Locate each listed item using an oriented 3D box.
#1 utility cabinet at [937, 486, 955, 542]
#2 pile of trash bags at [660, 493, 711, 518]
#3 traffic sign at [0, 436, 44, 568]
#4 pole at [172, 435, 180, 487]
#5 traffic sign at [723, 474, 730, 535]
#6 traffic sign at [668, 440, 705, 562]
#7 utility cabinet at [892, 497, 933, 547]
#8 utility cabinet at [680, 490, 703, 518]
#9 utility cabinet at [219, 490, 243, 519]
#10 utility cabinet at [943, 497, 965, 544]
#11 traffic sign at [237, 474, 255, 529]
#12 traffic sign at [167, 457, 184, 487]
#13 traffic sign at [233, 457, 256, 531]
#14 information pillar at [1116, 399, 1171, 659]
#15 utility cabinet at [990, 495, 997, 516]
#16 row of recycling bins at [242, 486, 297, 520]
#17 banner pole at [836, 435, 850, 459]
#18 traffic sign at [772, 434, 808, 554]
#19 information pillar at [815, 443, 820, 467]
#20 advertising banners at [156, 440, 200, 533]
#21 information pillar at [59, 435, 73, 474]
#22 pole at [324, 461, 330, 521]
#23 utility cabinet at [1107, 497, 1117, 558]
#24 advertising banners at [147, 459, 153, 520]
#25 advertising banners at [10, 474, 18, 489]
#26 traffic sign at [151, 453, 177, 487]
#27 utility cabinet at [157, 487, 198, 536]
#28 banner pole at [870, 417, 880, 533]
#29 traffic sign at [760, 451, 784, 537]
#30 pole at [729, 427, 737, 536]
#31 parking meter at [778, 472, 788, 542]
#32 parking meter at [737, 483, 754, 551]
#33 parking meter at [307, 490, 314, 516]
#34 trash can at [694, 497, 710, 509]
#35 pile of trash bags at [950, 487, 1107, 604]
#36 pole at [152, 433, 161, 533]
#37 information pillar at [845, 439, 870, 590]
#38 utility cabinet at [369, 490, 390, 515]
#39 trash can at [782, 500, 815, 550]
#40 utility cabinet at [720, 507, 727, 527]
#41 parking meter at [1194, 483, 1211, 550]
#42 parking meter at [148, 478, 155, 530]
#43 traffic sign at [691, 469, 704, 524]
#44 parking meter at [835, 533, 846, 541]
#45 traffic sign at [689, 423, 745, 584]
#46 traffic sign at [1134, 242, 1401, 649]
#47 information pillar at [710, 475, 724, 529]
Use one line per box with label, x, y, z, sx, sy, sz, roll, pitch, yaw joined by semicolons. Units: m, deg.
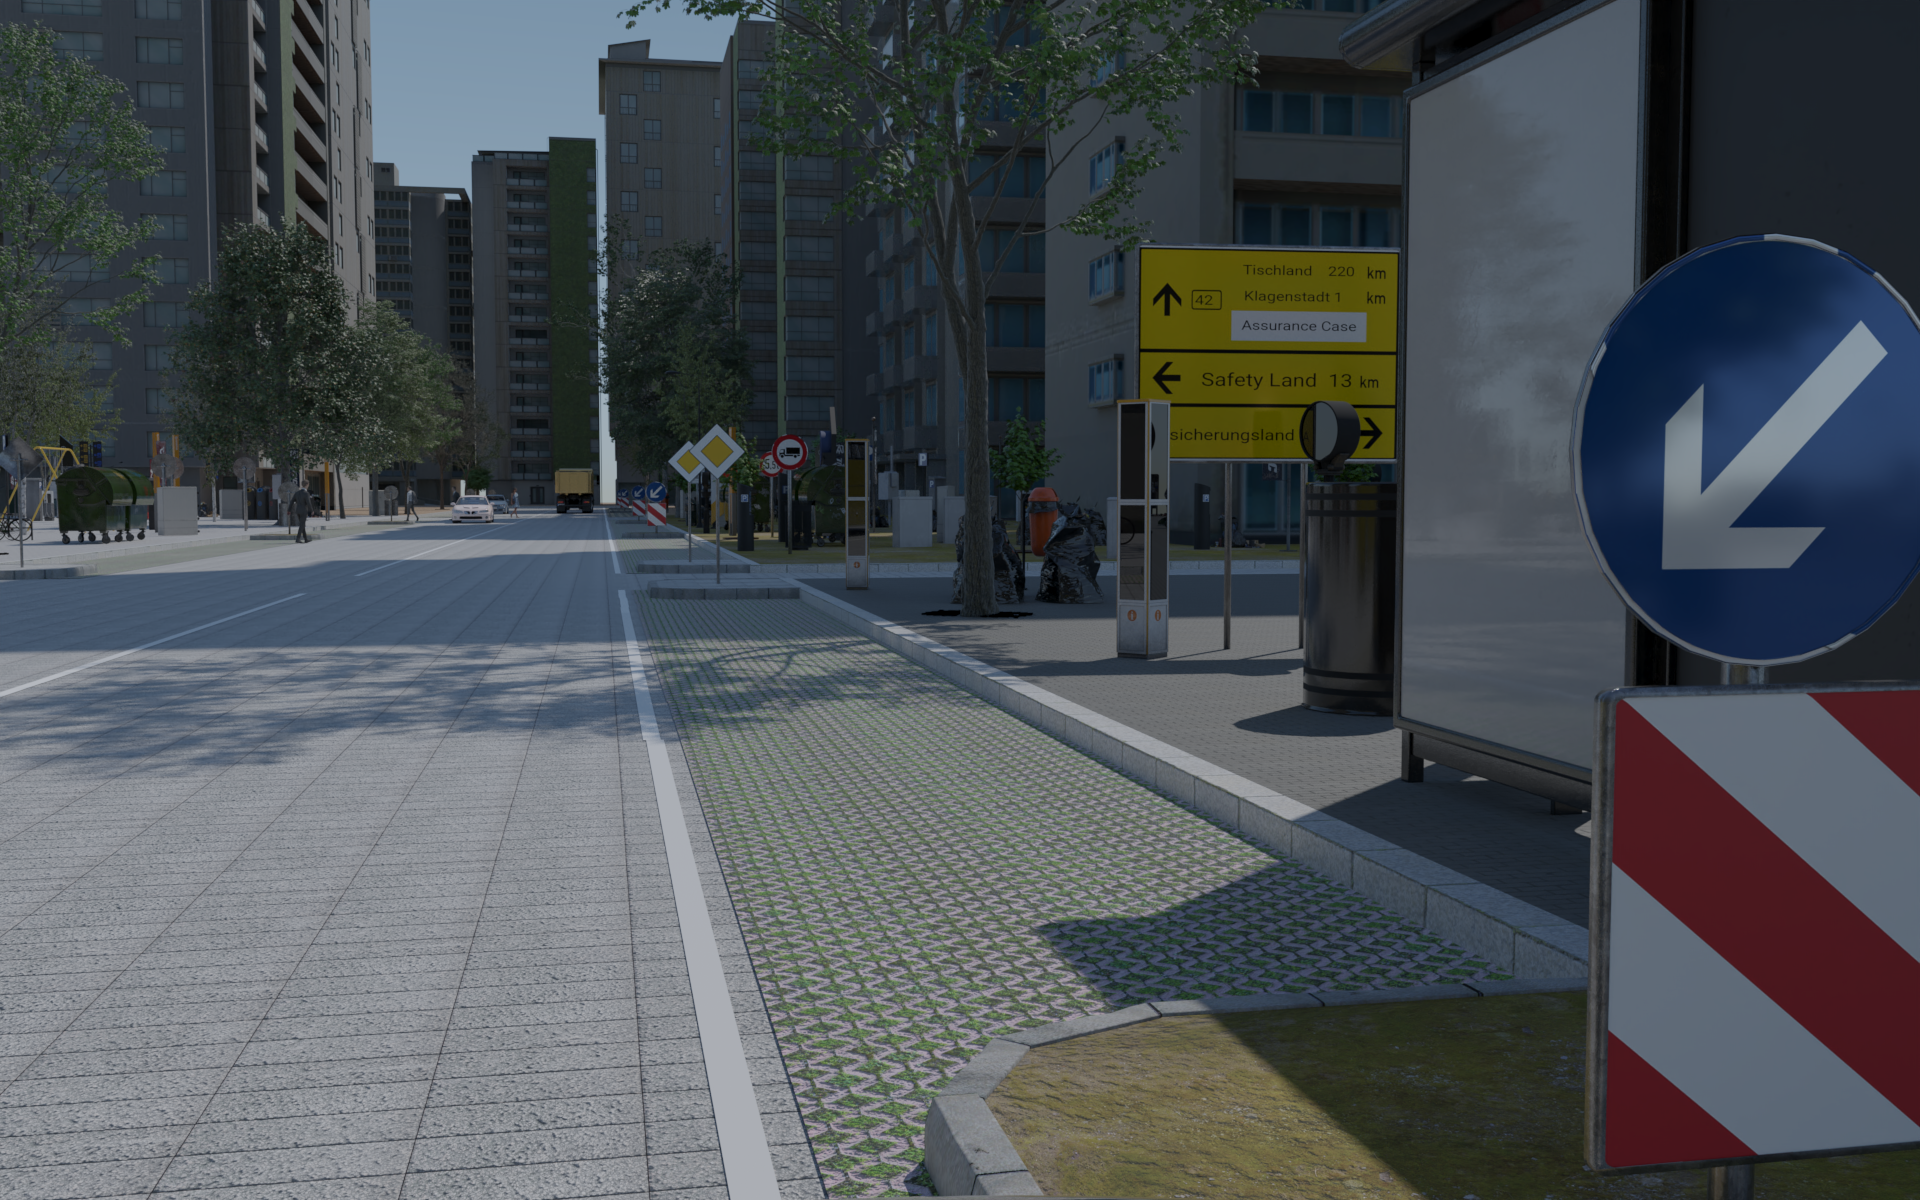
utility cabinet;-0.390;-2.299;46.266;0.318;1.500;1.173;1;4;9
pile of trash bags;-15.435;-5.333;96.945;3.447;1.369;1.912;2;4;27
traffic sign;-16.389;-1.625;30.206;0.795;2.450;0.064;-1;4;-12
pole;-27.098;-4.041;59.913;0.158;3.312;0.155;0;3;0
traffic sign;-7.126;-3.274;53.630;0.768;2.556;0.104;0;4;-4
traffic sign;-5.080;-1.766;32.521;0.795;2.450;0.064;-1;4;-12
utility cabinet;-1.157;-1.885;41.979;1.020;1.237;0.306;-3;4;-38
utility cabinet;-14.034;-5.003;90.473;1.173;1.500;0.318;-3;4;-38
utility cabinet;-36.801;-4.826;87.585;0.318;1.500;1.173;3;5;43
utility cabinet;0.081;-2.061;44.867;1.020;1.237;0.306;0;4;-4
traffic sign;-25.928;-3.719;62.929;0.606;2.300;0.079;0;4;-5
traffic sign;-26.785;-3.596;58.896;0.768;2.556;0.104;-1;4;-10
traffic sign;-24.756;-3.660;59.944;0.768;2.556;0.104;0;4;-5
information pillar;1.436;-0.555;13.570;0.304;2.012;0.304;3;5;41
utility cabinet;0.896;-3.221;63.818;1.020;1.237;0.306;-3;4;-39
row of recycling bins;-34.166;-4.818;85.889;3.534;1.692;1.069;2;4;25
banner pole;-4.962;-5.111;73.576;0.863;3.779;0.401;0;4;0
traffic sign;-3.623;-2.249;36.871;0.768;2.556;0.104;-1;4;-11
information pillar;-6.026;-5.081;74.434;0.504;3.616;0.183;3;5;43
advertising banners;-25.436;-3.675;56.277;2.074;3.025;0.090;2;4;30
information pillar;-35.216;-4.706;68.297;0.504;3.616;0.183;0;4;-3
pole;-30.062;-5.407;82.253;0.158;3.312;0.155;0;3;0
utility cabinet;3.451;-1.431;34.556;1.020;1.237;0.306;1;4;13
advertising banners;-40.310;-5.488;85.911;0.090;3.025;2.074;-1;4;-8
advertising banners;-49.167;-5.819;91.328;2.074;3.025;0.090;0;4;4
traffic sign;-24.880;-3.304;54.129;0.768;2.556;0.104;0;4;-8
utility cabinet;-24.032;-2.722;53.176;0.318;1.500;1.173;2;4;30
banner pole;-2.765;-4.052;56.260;0.401;3.779;0.863;-1;4;-12
traffic sign;-5.615;-3.160;51.776;0.768;2.556;0.104;-1;4;-8
pole;-6.947;-3.616;52.958;0.158;3.312;0.155;0;3;0
parking meter;-4.649;-2.480;46.256;0.399;1.863;0.255;-1;4;-16
parking meter;-4.827;-1.870;38.984;0.372;1.533;0.369;0;3;0
parking meter;-37.214;-5.556;99.244;0.372;1.533;0.369;0;3;0
trash can;-11.538;-4.027;77.489;0.748;1.137;0.748;0;3;0
pile of trash bags;0.910;-0.734;21.747;1.912;1.369;3.447;0;4;7
pole;-26.627;-3.889;57.432;0.158;3.312;0.155;0;3;0
information pillar;-1.374;-1.147;23.242;0.304;2.012;0.304;0;4;1
utility cabinet;-34.350;-5.738;102.493;1.173;1.500;0.318;0;4;-3
trash can;-3.694;-1.708;39.578;0.748;1.137;0.748;0;3;0
utility cabinet;-8.746;-3.541;66.572;1.173;1.500;0.318;-2;4;-25
parking meter;5.597;-1.934;40.028;0.372;1.533;0.369;0;3;0
parking meter;-28.820;-3.433;61.839;0.255;1.863;0.399;-1;4;-16
traffic sign;-10.328;-4.035;68.102;0.606;2.300;0.079;0;4;-2
parking meter;-3.256;-2.568;47.701;0.399;1.863;0.255;2;4;24
traffic sign;-3.459;-1.288;24.702;0.795;2.450;0.064;-1;4;-12
traffic sign;2.530;-1.247;14.262;2.265;3.308;0.079;0;4;-8
information pillar;-8.957;-4.435;63.873;0.504;3.616;0.183;1;4;9
